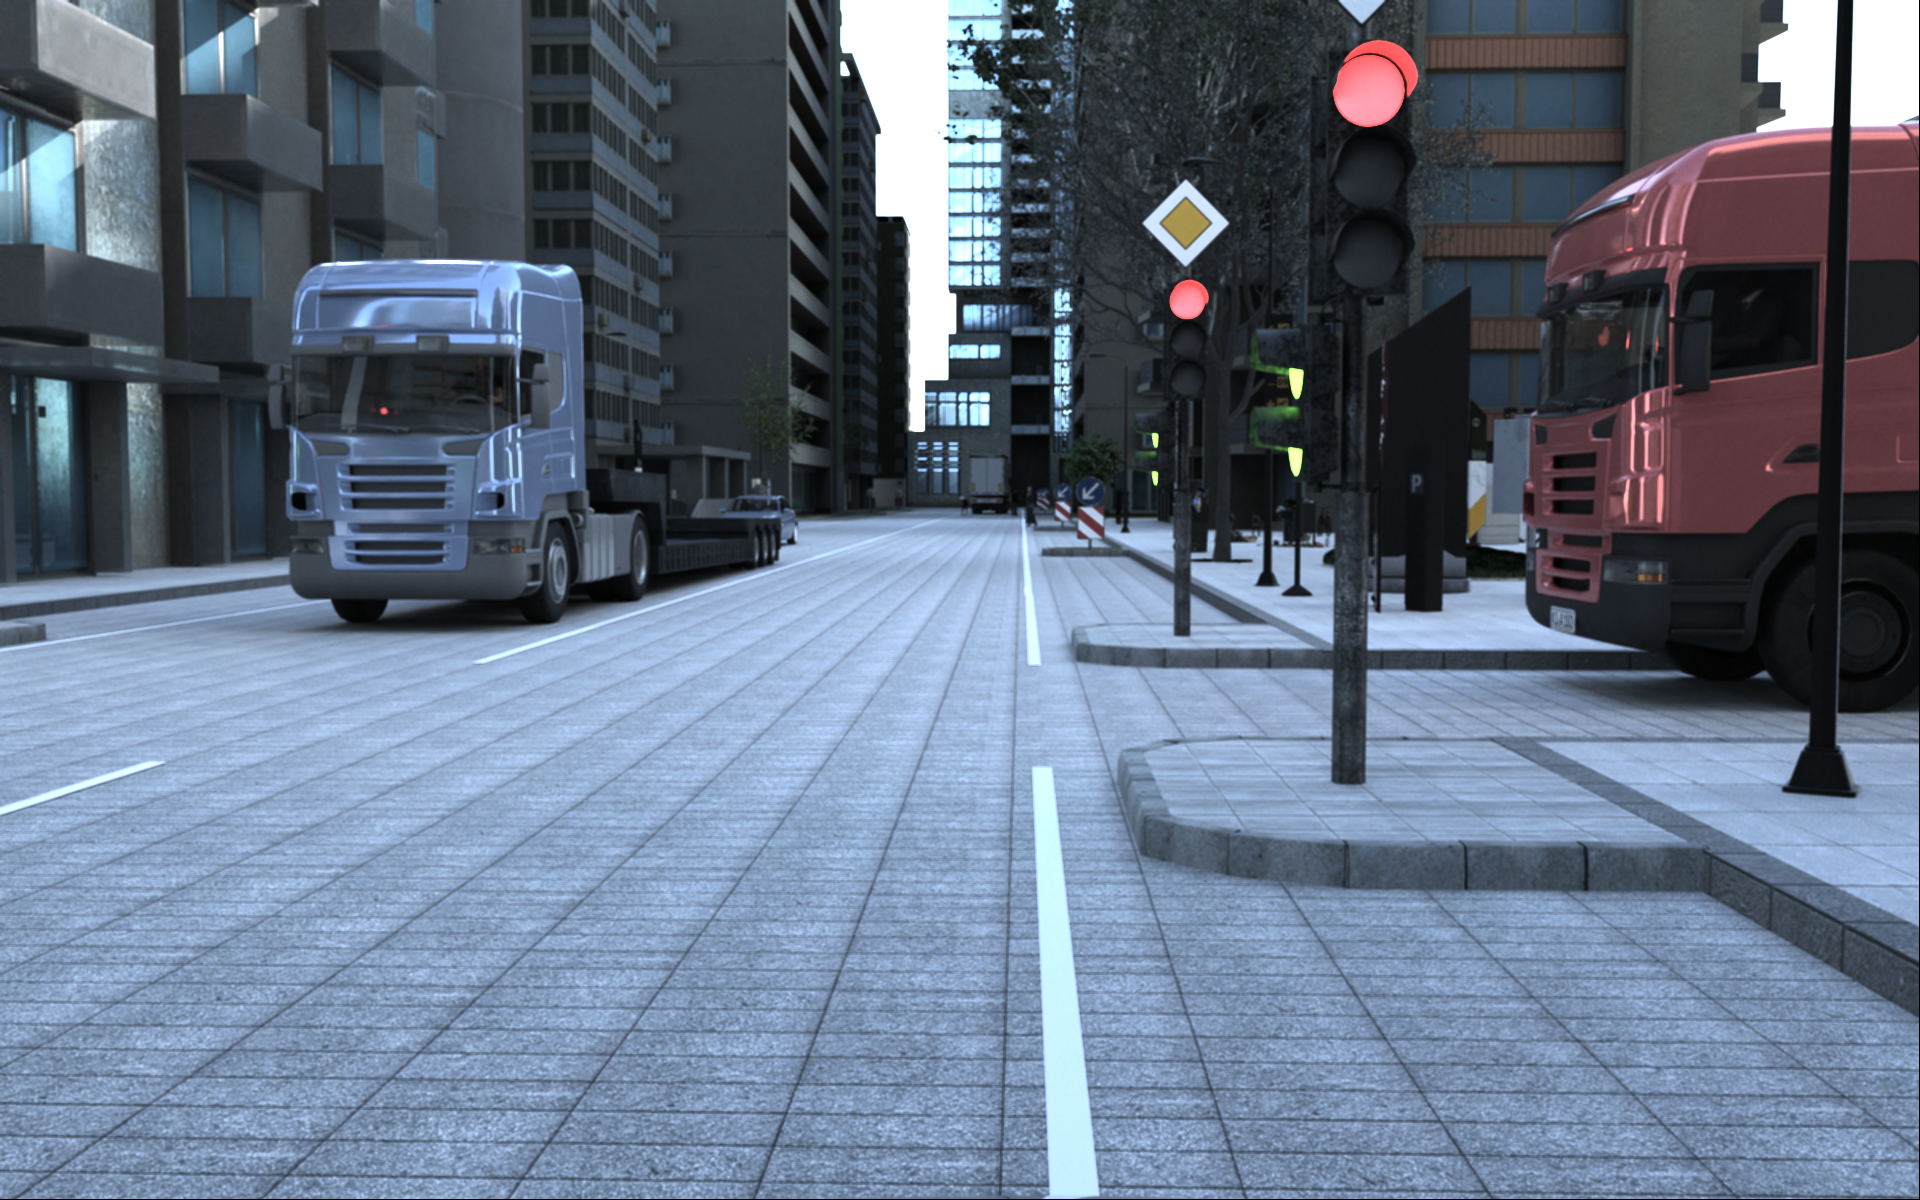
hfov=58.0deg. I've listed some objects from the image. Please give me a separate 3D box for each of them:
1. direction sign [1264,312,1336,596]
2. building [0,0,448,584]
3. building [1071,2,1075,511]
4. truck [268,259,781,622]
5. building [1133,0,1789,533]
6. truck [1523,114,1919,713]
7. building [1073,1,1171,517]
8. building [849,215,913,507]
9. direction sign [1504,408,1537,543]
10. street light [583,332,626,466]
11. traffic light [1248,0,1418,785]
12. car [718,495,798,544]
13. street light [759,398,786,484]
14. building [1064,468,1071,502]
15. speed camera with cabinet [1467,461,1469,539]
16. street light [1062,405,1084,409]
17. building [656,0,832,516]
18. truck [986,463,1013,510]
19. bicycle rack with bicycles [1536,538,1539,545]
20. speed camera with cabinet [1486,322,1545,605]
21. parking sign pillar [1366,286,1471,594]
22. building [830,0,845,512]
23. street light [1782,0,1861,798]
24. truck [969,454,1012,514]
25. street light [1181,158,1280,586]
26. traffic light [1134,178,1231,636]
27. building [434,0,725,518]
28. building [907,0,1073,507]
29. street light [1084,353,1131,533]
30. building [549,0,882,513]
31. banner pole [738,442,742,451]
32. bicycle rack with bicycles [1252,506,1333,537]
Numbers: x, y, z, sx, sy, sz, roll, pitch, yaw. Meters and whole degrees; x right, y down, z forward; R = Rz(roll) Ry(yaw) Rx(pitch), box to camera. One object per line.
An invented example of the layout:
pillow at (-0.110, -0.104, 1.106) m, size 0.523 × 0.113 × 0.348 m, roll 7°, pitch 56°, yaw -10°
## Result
direction sign at (4.263, -1.823, 21.800) m, size 0.876 × 3.537 × 0.379 m, roll 1°, pitch 4°, yaw 19°
building at (-23.360, -25.151, 30.820) m, size 23.786 × 49.044 × 30.456 m, roll 0°, pitch 4°, yaw 2°
building at (19.000, -36.009, 130.749) m, size 21.231 × 58.520 × 28.212 m, roll 0°, pitch 4°, yaw 2°
truck at (-5.334, -2.232, 26.255) m, size 2.967 × 4.110 × 18.799 m, roll 0°, pitch 4°, yaw 3°
building at (18.642, -25.335, 68.854) m, size 22.147 × 44.769 × 28.867 m, roll 0°, pitch 4°, yaw 2°
truck at (9.283, -1.429, 12.275) m, size 11.283 × 4.237 × 2.839 m, roll 0°, pitch 4°, yaw 1°
building at (17.991, -29.498, 105.993) m, size 21.300 × 48.544 × 21.600 m, roll 0°, pitch 4°, yaw 2°
building at (-12.170, -25.075, 181.671) m, size 14.107 × 30.474 × 14.160 m, roll 0°, pitch 4°, yaw 2°
direction sign at (14.750, -3.283, 45.676) m, size 0.876 × 3.537 × 0.379 m, roll 0°, pitch 4°, yaw -4°
street light at (-10.241, -4.719, 49.695) m, size 1.470 × 5.913 × 1.316 m, roll 0°, pitch 4°, yaw 2°
traffic light at (1.712, -1.143, 7.605) m, size 0.839 × 4.253 × 0.868 m, roll 0°, pitch 4°, yaw 2°
car at (-5.638, -2.221, 48.320) m, size 2.014 × 1.417 × 4.499 m, roll 0°, pitch 4°, yaw 4°
street light at (-9.115, -6.804, 83.780) m, size 1.470 × 5.913 × 1.316 m, roll 0°, pitch 4°, yaw 2°
building at (19.950, -43.820, 154.710) m, size 20.563 × 71.187 × 20.611 m, roll 0°, pitch 4°, yaw 2°
speed camera with cabinet at (14.931, -3.299, 48.274) m, size 0.660 × 3.252 × 2.038 m, roll -2°, pitch 4°, yaw -24°
street light at (6.045, -7.223, 90.635) m, size 1.470 × 5.913 × 1.316 m, roll 0°, pitch 4°, yaw 2°
building at (-19.386, -29.253, 101.981) m, size 21.300 × 48.544 × 21.600 m, roll 0°, pitch 4°, yaw 2°
truck at (3.302, -10.379, 158.615) m, size 2.839 × 4.237 × 11.283 m, roll 0°, pitch 4°, yaw 3°
bicycle rack with bicycles at (11.497, -0.952, 28.955) m, size 2.852 × 0.926 × 2.925 m, roll -2°, pitch 4°, yaw -31°
speed camera with cabinet at (7.255, -1.601, 20.514) m, size 2.038 × 3.252 × 0.660 m, roll -2°, pitch 4°, yaw -28°
parking sign pillar at (6.022, -2.102, 22.838) m, size 1.447 × 3.967 × 1.447 m, roll 1°, pitch 4°, yaw 14°
building at (-15.786, -26.714, 120.371) m, size 14.154 × 41.232 × 14.086 m, roll 0°, pitch 4°, yaw 2°
street light at (3.188, -2.128, 7.342) m, size 1.470 × 5.913 × 1.316 m, roll 0°, pitch 4°, yaw 2°
truck at (2.244, -8.511, 128.067) m, size 2.839 × 4.237 × 11.283 m, roll 0°, pitch 4°, yaw 4°
street light at (3.758, -3.151, 24.067) m, size 1.470 × 5.913 × 1.316 m, roll 0°, pitch 4°, yaw 2°
traffic light at (1.995, -1.631, 15.585) m, size 0.839 × 4.253 × 0.868 m, roll 0°, pitch 4°, yaw 2°
building at (-25.031, -22.902, 66.329) m, size 32.217 × 40.220 × 23.993 m, roll 0°, pitch 4°, yaw 2°
building at (10.541, -53.293, 184.019) m, size 31.000 × 86.520 × 22.319 m, roll 0°, pitch 4°, yaw 2°
street light at (4.950, -5.187, 57.349) m, size 1.470 × 5.913 × 1.316 m, roll 0°, pitch 4°, yaw 2°
building at (-19.332, -28.142, 152.002) m, size 23.993 × 40.220 × 32.217 m, roll 0°, pitch 4°, yaw 2°
banner pole at (-10.590, -5.701, 83.224) m, size 0.401 × 3.779 × 0.863 m, roll 0°, pitch 4°, yaw 5°
bicycle rack with bicycles at (10.102, -2.435, 53.201) m, size 2.852 × 0.926 × 2.925 m, roll 0°, pitch 4°, yaw 5°
